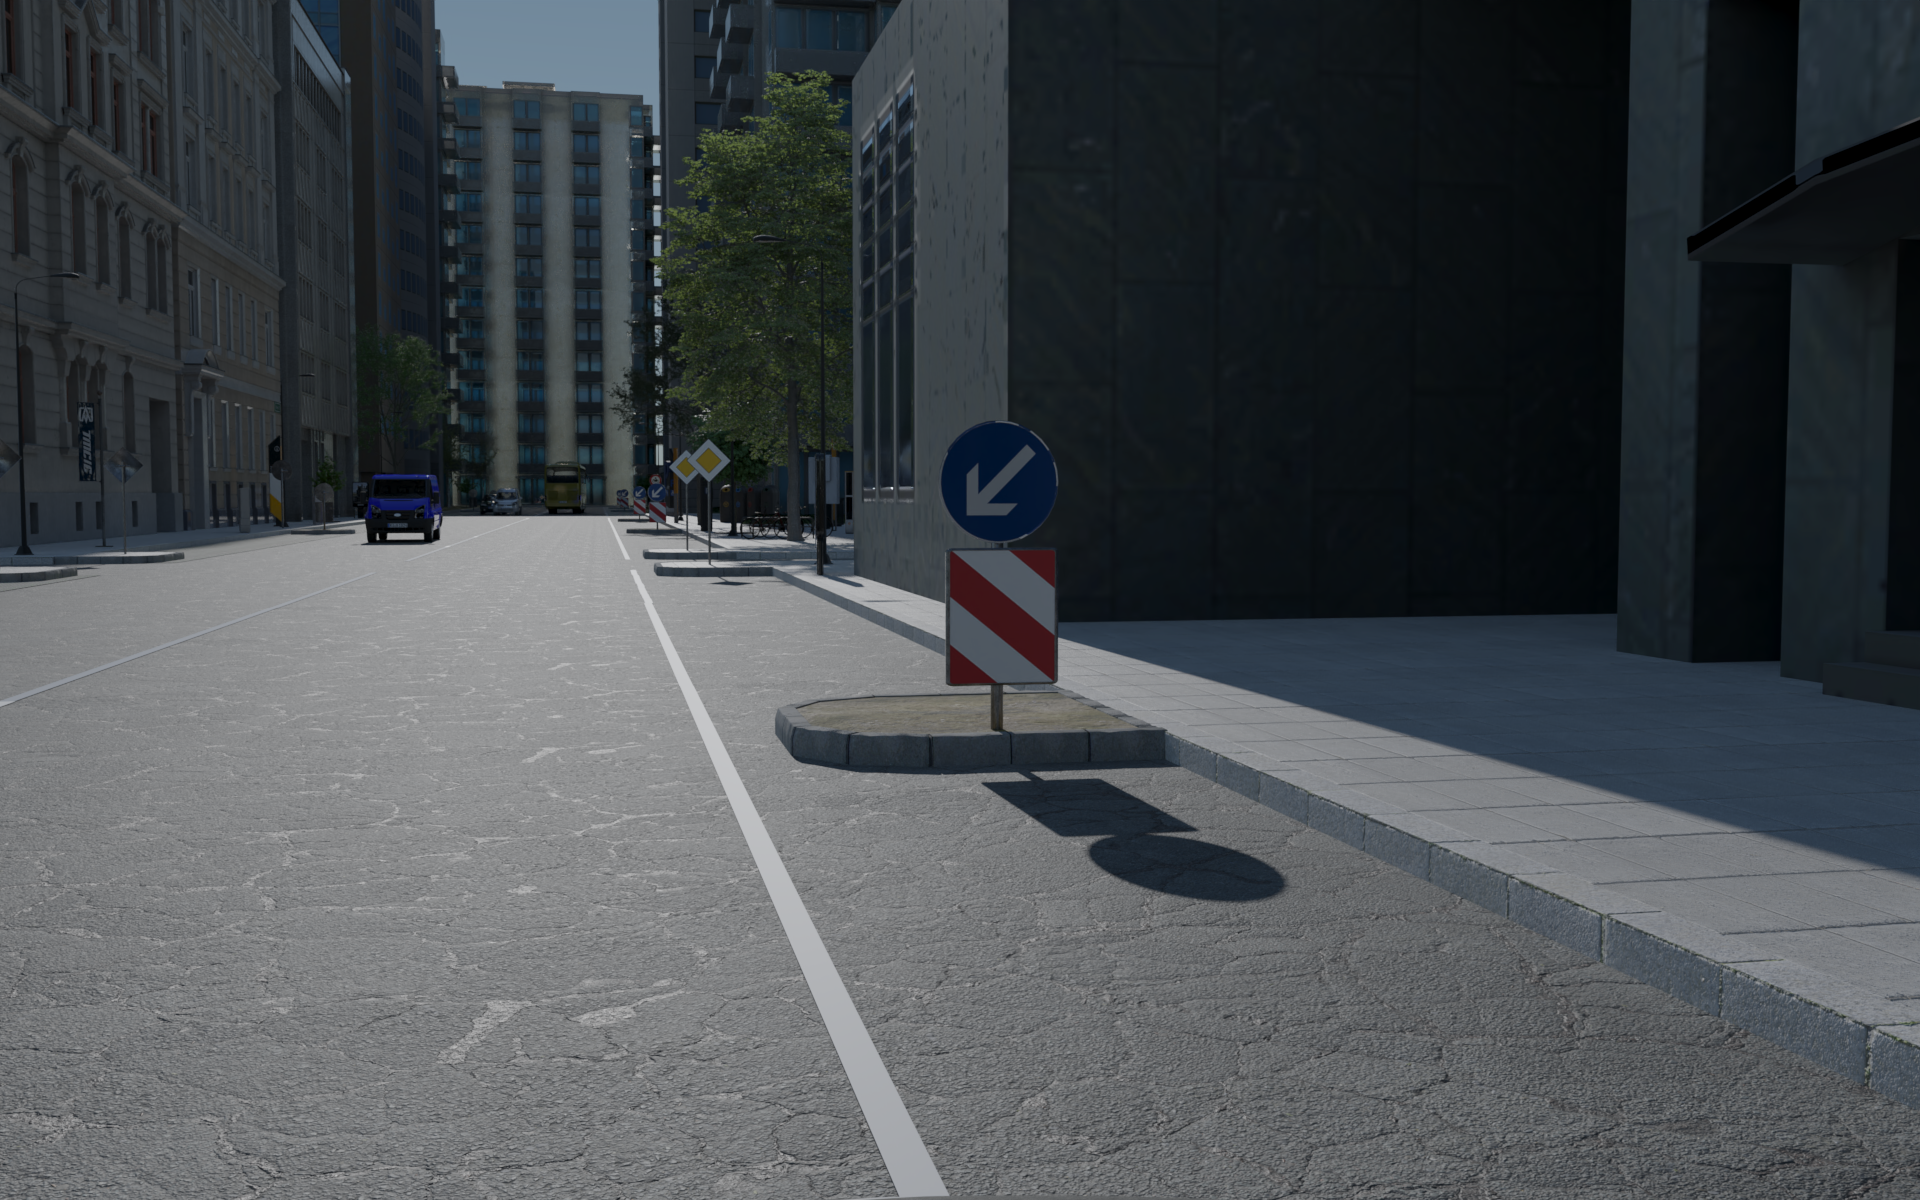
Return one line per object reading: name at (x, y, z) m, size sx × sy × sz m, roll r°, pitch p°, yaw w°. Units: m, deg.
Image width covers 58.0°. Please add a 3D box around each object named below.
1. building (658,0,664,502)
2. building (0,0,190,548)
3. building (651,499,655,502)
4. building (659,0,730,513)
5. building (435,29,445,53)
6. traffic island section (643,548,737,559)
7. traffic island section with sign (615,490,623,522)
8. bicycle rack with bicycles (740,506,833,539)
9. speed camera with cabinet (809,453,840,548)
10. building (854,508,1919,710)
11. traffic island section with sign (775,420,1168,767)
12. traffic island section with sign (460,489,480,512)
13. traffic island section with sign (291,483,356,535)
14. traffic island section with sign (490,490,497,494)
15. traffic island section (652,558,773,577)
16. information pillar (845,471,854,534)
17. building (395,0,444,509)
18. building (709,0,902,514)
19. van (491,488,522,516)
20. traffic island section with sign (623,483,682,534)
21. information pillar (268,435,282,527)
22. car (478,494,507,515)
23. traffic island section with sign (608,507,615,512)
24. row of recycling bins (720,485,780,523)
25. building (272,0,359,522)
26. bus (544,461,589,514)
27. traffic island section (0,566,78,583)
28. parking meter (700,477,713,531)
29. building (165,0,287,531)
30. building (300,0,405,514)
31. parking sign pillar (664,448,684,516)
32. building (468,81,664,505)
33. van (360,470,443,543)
building at (-25.255, -47.059, 207.663) m, size 20.611 × 71.187 × 20.563 m, roll -1°, pitch 4°, yaw -12°
building at (-30.330, -15.826, 46.147) m, size 14.401 × 28.519 × 23.554 m, roll -1°, pitch 4°, yaw -12°
building at (-15.430, -29.728, 177.933) m, size 32.217 × 40.220 × 23.993 m, roll -1°, pitch 4°, yaw -12°
building at (-11.872, -35.963, 130.001) m, size 21.231 × 58.520 × 28.212 m, roll -1°, pitch 4°, yaw -12°
building at (-64.226, -33.487, 167.123) m, size 30.456 × 49.044 × 23.786 m, roll -1°, pitch 4°, yaw -12°
traffic island section at (-6.171, -1.043, 39.338) m, size 2.009 × 0.180 × 2.903 m, roll -1°, pitch 4°, yaw -12°
traffic island section with sign at (-16.745, -4.965, 89.801) m, size 1.989 × 1.847 × 2.006 m, roll -1°, pitch 4°, yaw -12°
bicycle rack with bicycles at (-5.139, -2.264, 50.407) m, size 2.925 × 0.926 × 2.852 m, roll -1°, pitch 4°, yaw -17°
speed camera with cabinet at (-2.523, -2.847, 40.880) m, size 2.038 × 3.252 × 0.660 m, roll 0°, pitch 4°, yaw 3°
building at (12.416, -42.768, 11.930) m, size 22.319 × 86.520 × 31.000 m, roll -1°, pitch 4°, yaw -12°
traffic island section with sign at (-0.045, -0.089, 10.083) m, size 1.989 × 1.847 × 2.006 m, roll -1°, pitch 4°, yaw -12°
traffic island section with sign at (-38.457, -7.854, 137.047) m, size 1.989 × 1.847 × 2.006 m, roll -1°, pitch 4°, yaw -12°
traffic island section with sign at (-22.711, -3.255, 61.852) m, size 1.989 × 1.847 × 2.006 m, roll -1°, pitch 4°, yaw -12°
traffic island section with sign at (-44.152, -9.516, 164.212) m, size 1.989 × 1.847 × 2.006 m, roll -1°, pitch 4°, yaw -12°
traffic island section at (-4.534, -0.565, 31.522) m, size 2.009 × 0.180 × 2.903 m, roll -1°, pitch 4°, yaw -12°
information pillar at (-3.496, -3.133, 55.713) m, size 0.304 × 2.012 × 0.304 m, roll 2°, pitch 4°, yaw 24°
building at (-52.667, -36.226, 134.288) m, size 21.231 × 58.520 × 28.212 m, roll -1°, pitch 4°, yaw -12°
building at (-2.191, -29.146, 96.141) m, size 23.786 × 49.044 × 30.456 m, roll -1°, pitch 4°, yaw -12°
van at (-30.441, -6.697, 116.501) m, size 2.013 × 2.044 × 4.112 m, roll -1°, pitch 4°, yaw -11°
traffic island section with sign at (-11.214, -3.351, 63.417) m, size 1.989 × 1.847 × 2.006 m, roll -1°, pitch 4°, yaw -12°
information pillar at (-27.047, -4.714, 68.432) m, size 0.183 × 3.616 × 0.504 m, roll 3°, pitch 5°, yaw 40°
car at (-32.731, -6.835, 121.531) m, size 2.009 × 1.686 × 4.222 m, roll -1°, pitch 4°, yaw -13°
traffic island section with sign at (-27.035, -7.970, 138.940) m, size 1.989 × 1.847 × 2.006 m, roll -1°, pitch 4°, yaw -12°
row of recycling bins at (-9.373, -4.288, 77.220) m, size 3.534 × 1.692 × 1.069 m, roll 3°, pitch 5°, yaw 40°
building at (-38.245, -16.484, 87.531) m, size 12.078 × 24.808 × 19.932 m, roll -1°, pitch 4°, yaw -12°
bus at (-29.247, -8.393, 128.774) m, size 2.896 × 3.916 × 12.252 m, roll -1°, pitch 4°, yaw -10°
traffic island section at (-16.174, -0.417, 29.098) m, size 2.009 × 0.180 × 2.903 m, roll -1°, pitch 4°, yaw -12°
parking meter at (-8.705, -3.292, 59.538) m, size 0.399 × 1.863 × 0.255 m, roll -2°, pitch 4°, yaw -32°
building at (-34.964, -17.232, 67.650) m, size 13.634 × 28.700 × 20.117 m, roll -1°, pitch 4°, yaw -12°
building at (-45.112, -28.407, 114.566) m, size 14.600 × 45.320 × 14.200 m, roll -1°, pitch 4°, yaw -12°
parking sign pillar at (-16.923, -6.903, 101.339) m, size 1.447 × 3.967 × 1.447 m, roll -1°, pitch 4°, yaw -22°
building at (-50.475, -35.755, 204.205) m, size 30.456 × 49.044 × 23.786 m, roll -1°, pitch 4°, yaw -12°
van at (-17.001, -2.974, 53.015) m, size 2.240 × 2.365 × 5.245 m, roll -1°, pitch 4°, yaw -13°
